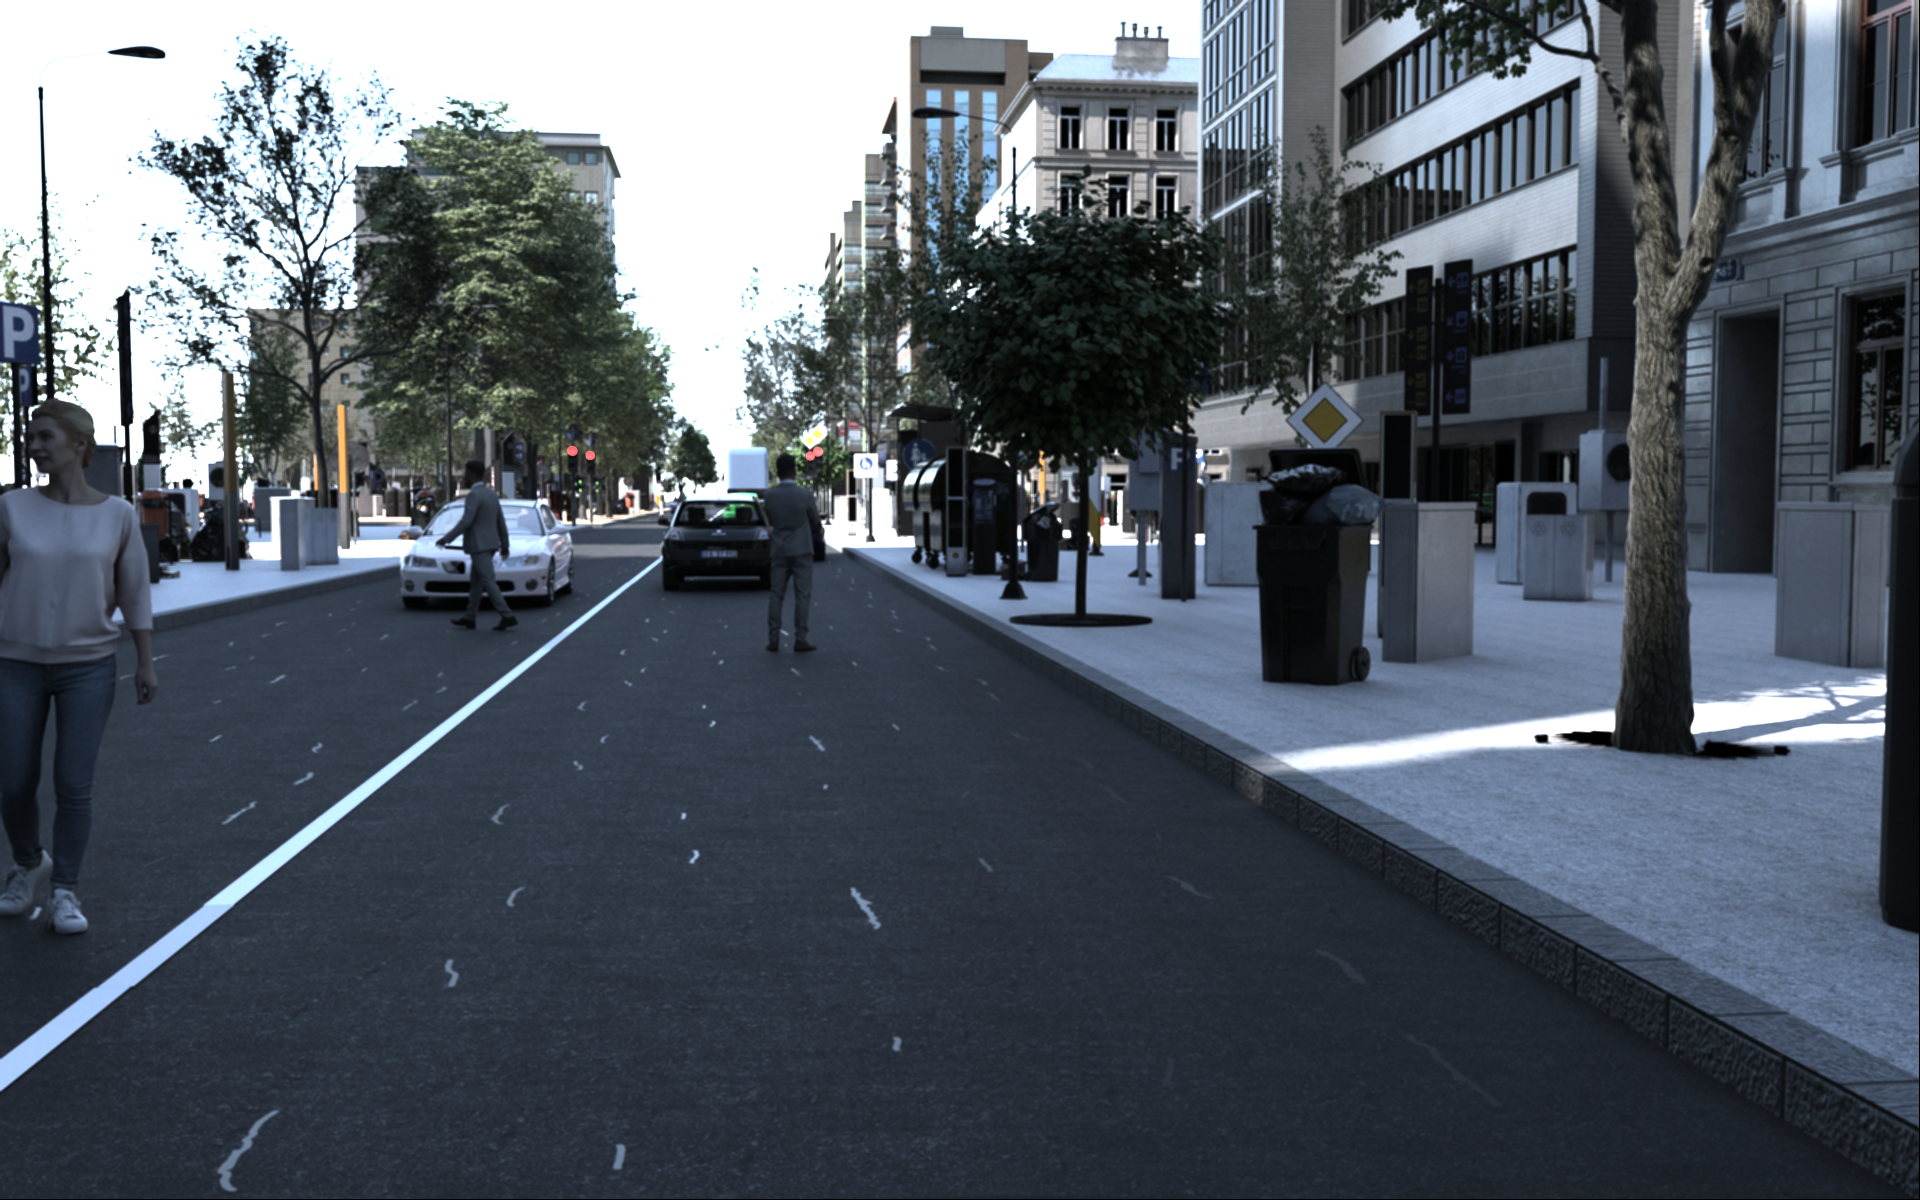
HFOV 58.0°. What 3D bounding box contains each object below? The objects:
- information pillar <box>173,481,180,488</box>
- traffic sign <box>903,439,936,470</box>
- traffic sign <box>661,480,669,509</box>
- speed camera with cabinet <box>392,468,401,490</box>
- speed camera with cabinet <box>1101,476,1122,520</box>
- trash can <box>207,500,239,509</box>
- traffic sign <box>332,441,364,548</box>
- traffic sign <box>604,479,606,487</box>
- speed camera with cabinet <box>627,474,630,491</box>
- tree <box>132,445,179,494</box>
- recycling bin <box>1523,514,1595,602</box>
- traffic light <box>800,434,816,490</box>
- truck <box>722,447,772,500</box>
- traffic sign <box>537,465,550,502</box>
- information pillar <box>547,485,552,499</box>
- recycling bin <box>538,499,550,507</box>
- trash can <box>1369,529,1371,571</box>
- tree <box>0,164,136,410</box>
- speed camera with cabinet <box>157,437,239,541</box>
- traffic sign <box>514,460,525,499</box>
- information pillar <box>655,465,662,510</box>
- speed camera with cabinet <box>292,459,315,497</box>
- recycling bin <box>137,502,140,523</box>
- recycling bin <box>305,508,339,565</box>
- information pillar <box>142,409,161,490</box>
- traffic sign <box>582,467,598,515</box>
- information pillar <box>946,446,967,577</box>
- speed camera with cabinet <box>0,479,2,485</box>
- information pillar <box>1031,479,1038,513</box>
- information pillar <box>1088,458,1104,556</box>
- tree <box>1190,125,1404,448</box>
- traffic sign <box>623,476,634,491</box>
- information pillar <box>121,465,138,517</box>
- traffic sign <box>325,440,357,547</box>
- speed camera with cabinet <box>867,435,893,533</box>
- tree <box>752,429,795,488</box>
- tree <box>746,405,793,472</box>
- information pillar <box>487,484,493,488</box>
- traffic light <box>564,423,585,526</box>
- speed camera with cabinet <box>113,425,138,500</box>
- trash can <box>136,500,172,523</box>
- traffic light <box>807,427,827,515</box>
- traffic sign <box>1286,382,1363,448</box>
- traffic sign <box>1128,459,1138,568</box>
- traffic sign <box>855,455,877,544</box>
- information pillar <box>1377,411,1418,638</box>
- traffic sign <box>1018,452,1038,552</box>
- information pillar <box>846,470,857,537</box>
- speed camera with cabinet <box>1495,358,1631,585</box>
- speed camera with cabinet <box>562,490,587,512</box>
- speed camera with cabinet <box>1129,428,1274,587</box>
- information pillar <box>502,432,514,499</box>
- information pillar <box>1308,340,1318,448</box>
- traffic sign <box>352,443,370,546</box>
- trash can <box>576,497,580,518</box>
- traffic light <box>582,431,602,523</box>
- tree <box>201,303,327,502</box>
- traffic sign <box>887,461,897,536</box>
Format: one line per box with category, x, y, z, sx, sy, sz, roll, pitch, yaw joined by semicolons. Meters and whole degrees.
information pillar;-42.741;-5.507;94.525;0.304;2.012;0.304;0;4;-2
traffic sign;-0.929;-2.432;39.869;0.768;2.556;0.104;0;4;-1
traffic sign;-25.770;-9.244;151.250;0.768;2.556;0.104;0;4;1
speed camera with cabinet;-42.648;-8.377;131.293;0.660;3.252;2.038;-1;4;-22
speed camera with cabinet;7.547;-5.596;85.824;0.660;3.252;2.038;-3;5;-41
trash can;-18.066;-1.887;42.504;0.748;1.137;0.748;0;3;0
traffic sign;-14.646;-2.529;41.458;0.768;2.556;0.104;0;4;1
traffic sign;-27.693;-8.341;136.483;0.768;2.556;0.104;0;4;-6
speed camera with cabinet;-25.311;-8.478;132.950;0.660;3.252;2.038;0;4;-2
tree;-27.618;-3.919;58.685;1.663;3.219;1.824;0;3;0
recycling bin;7.289;-0.521;21.073;0.722;1.027;0.722;2;4;28
traffic light;-6.740;-5.430;77.704;0.839;4.253;0.868;0;4;-7
truck;-11.449;-6.389;94.211;2.967;4.110;18.799;0;4;-8
traffic sign;-18.357;-4.640;75.977;0.768;2.556;0.104;0;4;2
information pillar;-31.547;-7.866;133.093;0.304;2.012;0.304;-2;4;-35
recycling bin;-21.711;-4.810;91.204;0.722;1.027;0.722;2;4;35
trash can;6.235;-0.975;27.587;0.748;1.137;0.748;0;3;0
tree;-20.946;-5.433;39.200;4.737;8.622;4.395;0;3;0
speed camera with cabinet;-20.937;-3.254;47.535;2.038;3.252;0.660;0;4;-6
traffic sign;-16.746;-3.981;65.200;0.768;2.556;0.104;0;4;0
information pillar;-23.945;-8.946;137.615;0.504;3.616;0.183;-1;4;-14
speed camera with cabinet;-36.640;-6.251;96.547;0.660;3.252;2.038;0;4;5
recycling bin;-26.954;-2.665;56.134;0.722;1.027;0.722;3;4;36
recycling bin;-11.823;-1.159;31.512;0.722;1.027;0.722;1;4;19
information pillar;-22.399;-3.468;48.061;0.504;3.616;0.183;0;4;7
traffic sign;-17.113;-4.894;80.125;0.768;2.556;0.104;0;4;-6
information pillar;-0.052;-1.368;26.864;0.304;2.012;0.304;0;4;6
speed camera with cabinet;-54.253;-6.316;97.603;0.660;3.252;2.038;-2;4;-33
information pillar;3.710;-5.016;86.502;0.304;2.012;0.304;-1;4;-16
information pillar;2.806;-2.740;36.147;0.183;3.616;0.504;-2;4;-27
tree;6.684;-5.108;33.876;4.737;8.622;4.395;0;3;0
traffic sign;-22.825;-7.291;119.310;0.768;2.556;0.104;0;4;-2
information pillar;-20.823;-2.382;43.444;0.304;2.012;0.304;-1;4;-15
traffic sign;-15.039;-2.565;41.935;0.884;2.594;0.081;0;4;-3
speed camera with cabinet;-2.724;-3.854;57.351;0.660;3.252;2.038;-1;4;-10
tree;-17.220;-13.036;163.504;4.737;8.622;4.395;0;3;0
tree;-23.483;-18.389;218.793;7.486;12.596;7.792;0;3;0
information pillar;-33.254;-7.225;122.624;0.304;2.012;0.304;1;4;22
traffic light;-15.287;-4.872;68.579;0.839;4.253;0.868;0;4;-7
speed camera with cabinet;-23.942;-3.328;48.747;0.660;3.252;2.038;0;4;4
trash can;-18.181;-1.680;39.118;0.748;1.137;0.748;0;3;0
traffic light;-5.752;-4.946;69.780;0.839;4.253;0.868;0;4;-7
traffic sign;3.749;-1.021;17.885;0.795;2.450;0.064;0;4;1
traffic sign;2.944;-1.725;28.305;0.768;2.556;0.104;0;4;2
traffic sign;-2.406;-2.585;44.393;0.606;2.300;0.079;0;4;-6
information pillar;3.904;-0.671;15.457;0.304;2.012;0.304;1;4;19
traffic sign;1.379;-2.328;38.171;0.768;2.556;0.104;0;4;-4
information pillar;-3.275;-2.933;52.441;0.304;2.012;0.304;-1;4;-10
speed camera with cabinet;8.739;-1.865;24.831;2.038;3.252;0.660;-1;4;-17
speed camera with cabinet;-27.521;-7.861;122.866;2.038;3.252;0.660;-2;4;-32
speed camera with cabinet;3.418;-1.829;24.242;2.038;3.252;0.660;1;4;15
information pillar;-16.814;-4.472;64.478;0.183;3.616;0.504;3;4;38
information pillar;5.419;-2.158;26.645;0.183;3.616;0.504;0;4;4
traffic sign;-15.021;-2.620;42.948;0.768;2.556;0.104;0;4;-5
trash can;-20.153;-4.865;91.200;0.748;1.137;0.748;0;3;0
traffic light;-16.275;-5.357;76.503;0.839;4.253;0.868;0;4;-7
tree;-25.798;-6.999;64.791;4.737;8.622;4.395;0;3;0
traffic sign;-1.940;-3.124;53.205;0.606;2.300;0.079;0;4;1
